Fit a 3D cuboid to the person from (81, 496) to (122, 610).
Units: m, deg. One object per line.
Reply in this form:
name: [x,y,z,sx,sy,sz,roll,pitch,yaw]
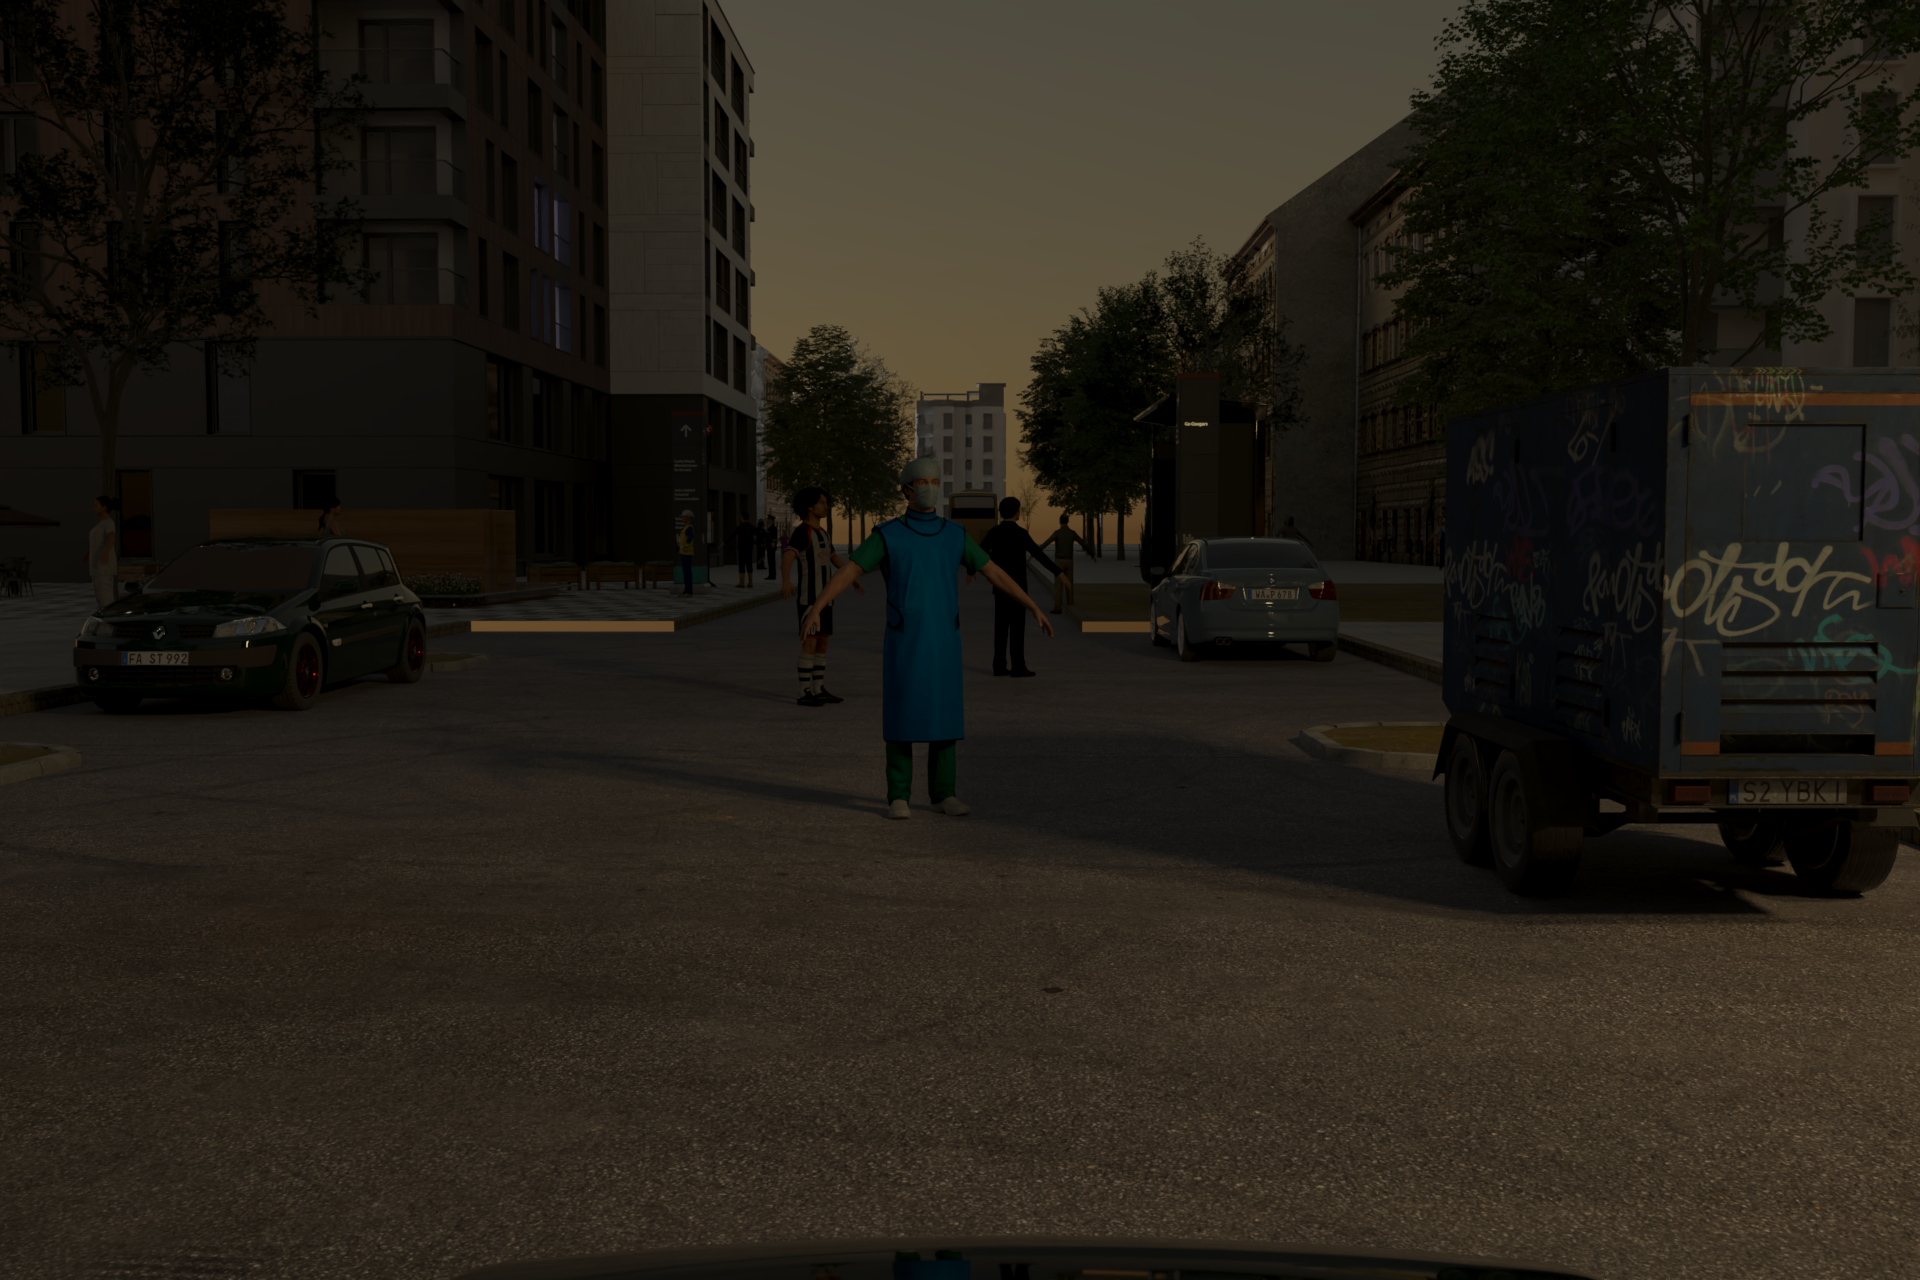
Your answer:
person: [-10.275,-0.847,20.612,0.721,1.739,1.217,-3,4,-36]

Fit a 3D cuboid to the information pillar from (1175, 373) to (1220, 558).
information pillar: [3.860,-2.375,28.213,0.750,3.857,0.750,0,4,1]

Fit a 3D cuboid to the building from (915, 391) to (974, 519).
building: [-5.295,-22.199,221.832,11.380,20.090,16.016,1,4,8]

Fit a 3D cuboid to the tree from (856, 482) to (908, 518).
tree: [-9.828,-17.424,219.286,7.601,10.594,8.767,1,4,8]

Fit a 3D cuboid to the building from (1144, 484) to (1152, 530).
building: [25.396,-14.896,185.692,9.099,9.664,28.070,0,4,1]

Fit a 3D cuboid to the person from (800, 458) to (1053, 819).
person: [-0.181,-0.013,8.797,1.347,1.817,0.704,-1,4,-21]

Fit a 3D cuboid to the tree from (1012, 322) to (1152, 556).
tree: [7.878,-12.030,103.345,9.857,13.997,8.962,0,3,0]

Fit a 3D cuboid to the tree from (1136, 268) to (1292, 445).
tree: [7.541,-5.933,47.370,4.360,8.622,3.978,0,3,0]

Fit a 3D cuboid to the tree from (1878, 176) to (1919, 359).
tree: [17.837,-4.737,27.808,4.360,8.622,3.978,0,3,0]

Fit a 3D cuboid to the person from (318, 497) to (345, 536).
person: [-7.598,-0.883,21.250,0.721,1.737,1.217,-3,4,-37]

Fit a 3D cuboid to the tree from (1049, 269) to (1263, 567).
tree: [7.496,-8.633,66.897,9.928,11.665,9.643,0,3,0]

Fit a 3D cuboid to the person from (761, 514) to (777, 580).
person: [-5.325,-2.611,48.621,0.705,1.837,1.347,-1,4,-19]

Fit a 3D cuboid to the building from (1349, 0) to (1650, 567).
building: [27.970,-14.813,73.118,19.493,23.208,18.063,0,4,1]

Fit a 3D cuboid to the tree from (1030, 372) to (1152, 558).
tree: [7.659,-9.753,93.876,8.767,10.594,7.601,1,4,14]

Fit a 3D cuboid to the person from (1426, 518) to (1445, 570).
person: [17.106,-3.378,61.079,1.347,1.847,0.705,2,4,24]

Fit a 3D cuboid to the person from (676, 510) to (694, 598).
person: [-5.613,-1.751,35.090,0.721,1.772,1.216,-1,4,-17]

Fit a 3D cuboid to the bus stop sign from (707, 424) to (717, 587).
bus stop sign: [-6.369,-3.270,42.163,0.855,3.939,0.416,0,4,1]

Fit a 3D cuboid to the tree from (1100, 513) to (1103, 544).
tree: [19.013,-22.506,223.866,12.611,20.169,13.585,0,3,0]

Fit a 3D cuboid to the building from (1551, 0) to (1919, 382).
building: [26.684,-12.542,61.488,16.016,20.090,11.380,0,4,2]

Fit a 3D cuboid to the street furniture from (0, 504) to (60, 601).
street furniture: [-32.326,-1.579,30.845,27.439,1.986,14.083,0,4,3]

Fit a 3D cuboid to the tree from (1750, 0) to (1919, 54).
tree: [9.374,-6.018,8.771,12.009,13.543,11.850,0,3,0]

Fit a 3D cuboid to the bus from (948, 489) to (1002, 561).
bus: [0.842,-6.262,93.938,2.896,3.916,12.252,0,4,2]

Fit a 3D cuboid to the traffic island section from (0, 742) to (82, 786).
traffic island section: [-6.435,0.771,10.253,1.991,0.108,1.994,0,4,1]

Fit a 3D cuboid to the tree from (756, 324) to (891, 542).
tree: [-7.558,-10.779,94.363,7.486,12.596,7.792,0,3,0]

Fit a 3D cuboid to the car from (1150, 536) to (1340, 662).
car: [3.332,-0.532,20.708,2.014,1.417,4.499,0,4,0]

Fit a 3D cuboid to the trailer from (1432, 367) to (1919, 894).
trailer: [2.889,-0.052,7.902,1.471,1.999,3.904,0,4,0]

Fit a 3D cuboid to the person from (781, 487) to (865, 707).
person: [-1.196,-0.362,14.524,0.704,1.843,1.345,2,4,24]

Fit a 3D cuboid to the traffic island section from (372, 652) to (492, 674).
traffic island section: [-6.199,0.251,18.763,1.991,0.108,1.994,0,4,1]

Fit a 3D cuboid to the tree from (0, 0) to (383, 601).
tree: [-11.482,-5.401,22.712,8.767,10.594,7.601,0,4,-3]

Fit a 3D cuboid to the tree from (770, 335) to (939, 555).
tree: [-6.891,-12.081,107.902,12.009,13.543,11.850,0,3,0]

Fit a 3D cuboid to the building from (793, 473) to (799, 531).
building: [-21.312,-14.650,181.682,9.099,9.664,28.070,0,4,1]

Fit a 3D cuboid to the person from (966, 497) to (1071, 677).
person: [0.525,-0.538,17.437,1.347,1.806,0.705,3,5,42]

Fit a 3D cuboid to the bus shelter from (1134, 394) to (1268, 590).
bus shelter: [4.372,-2.497,32.104,1.731,3.624,6.357,0,4,0]

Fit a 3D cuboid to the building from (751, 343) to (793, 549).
building: [-25.288,-19.736,153.607,19.493,23.208,18.063,0,4,1]

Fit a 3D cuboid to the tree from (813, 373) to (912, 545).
tree: [-7.218,-12.502,122.533,7.486,12.596,7.792,0,3,0]

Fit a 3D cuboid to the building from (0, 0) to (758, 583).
building: [-23.352,-13.286,61.196,27.936,21.610,32.646,0,4,1]

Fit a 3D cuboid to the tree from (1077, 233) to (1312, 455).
tree: [7.357,-7.369,54.897,8.767,10.594,7.601,2,4,28]

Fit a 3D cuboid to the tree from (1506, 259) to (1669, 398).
tree: [15.571,-5.756,44.478,4.360,8.622,3.978,0,3,0]

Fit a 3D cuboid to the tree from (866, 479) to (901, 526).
tree: [-6.504,-11.058,131.166,4.360,8.622,3.978,0,3,0]

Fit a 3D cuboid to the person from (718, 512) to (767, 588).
person: [-5.173,-2.169,41.599,1.346,1.812,0.704,-3,5,-40]

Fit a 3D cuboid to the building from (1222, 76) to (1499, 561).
building: [24.525,-15.931,91.393,19.493,23.208,18.063,0,4,2]

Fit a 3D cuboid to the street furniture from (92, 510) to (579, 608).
street furniture: [-12.569,-1.592,32.883,9.812,1.723,11.010,0,4,3]

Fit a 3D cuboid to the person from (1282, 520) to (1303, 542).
person: [11.754,-3.422,62.228,0.705,1.796,1.348,-3,5,-42]

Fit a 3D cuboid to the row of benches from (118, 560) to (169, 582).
row of benches: [-18.100,-1.534,40.549,4.104,0.672,1.422,2,4,23]

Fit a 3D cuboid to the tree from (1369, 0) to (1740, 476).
tree: [12.231,-7.210,36.004,7.486,12.596,7.792,0,3,0]

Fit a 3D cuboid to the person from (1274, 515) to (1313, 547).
person: [9.281,-2.604,48.699,1.348,1.813,0.705,-1,4,-17]

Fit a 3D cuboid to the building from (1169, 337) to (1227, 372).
building: [28.603,-19.669,152.517,19.493,23.208,18.063,0,4,1]

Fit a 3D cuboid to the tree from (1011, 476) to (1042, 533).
tree: [8.887,-16.454,219.388,4.360,8.622,3.978,0,3,0]

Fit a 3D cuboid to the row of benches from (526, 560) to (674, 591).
row of benches: [-7.966,-1.505,40.075,4.104,0.672,1.422,-3,4,-37]

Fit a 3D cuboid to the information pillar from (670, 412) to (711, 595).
information pillar: [-5.758,-2.909,36.934,0.750,3.857,0.750,0,4,2]

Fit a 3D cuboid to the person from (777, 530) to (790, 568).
person: [-6.566,-3.380,64.528,0.991,1.433,0.599,1,4,14]

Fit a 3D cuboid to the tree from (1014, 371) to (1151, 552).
tree: [9.047,-13.200,126.185,12.009,13.543,11.850,0,3,0]

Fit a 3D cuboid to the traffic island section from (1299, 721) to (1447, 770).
traffic island section: [3.306,0.698,11.452,1.991,0.108,1.994,0,4,1]

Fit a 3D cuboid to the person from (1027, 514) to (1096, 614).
person: [1.856,-1.369,31.107,1.348,1.796,0.705,-1,4,-19]

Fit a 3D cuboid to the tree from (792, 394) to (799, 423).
tree: [-21.371,-22.222,219.219,12.611,20.169,13.585,0,3,0]

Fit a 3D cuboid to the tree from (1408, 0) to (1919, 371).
tree: [9.600,-5.938,22.839,9.928,11.665,9.643,0,3,0]

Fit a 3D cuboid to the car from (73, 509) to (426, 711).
car: [-6.109,-0.337,15.297,2.009,1.686,4.222,0,4,2]

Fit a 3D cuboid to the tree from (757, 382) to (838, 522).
tree: [-7.648,-8.111,82.971,4.737,8.622,4.395,0,3,0]

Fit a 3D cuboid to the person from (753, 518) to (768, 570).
person: [-7.168,-3.474,62.575,0.705,1.856,1.354,2,4,26]

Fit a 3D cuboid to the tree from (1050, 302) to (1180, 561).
tree: [8.073,-10.116,83.519,7.486,12.596,7.792,0,3,0]
